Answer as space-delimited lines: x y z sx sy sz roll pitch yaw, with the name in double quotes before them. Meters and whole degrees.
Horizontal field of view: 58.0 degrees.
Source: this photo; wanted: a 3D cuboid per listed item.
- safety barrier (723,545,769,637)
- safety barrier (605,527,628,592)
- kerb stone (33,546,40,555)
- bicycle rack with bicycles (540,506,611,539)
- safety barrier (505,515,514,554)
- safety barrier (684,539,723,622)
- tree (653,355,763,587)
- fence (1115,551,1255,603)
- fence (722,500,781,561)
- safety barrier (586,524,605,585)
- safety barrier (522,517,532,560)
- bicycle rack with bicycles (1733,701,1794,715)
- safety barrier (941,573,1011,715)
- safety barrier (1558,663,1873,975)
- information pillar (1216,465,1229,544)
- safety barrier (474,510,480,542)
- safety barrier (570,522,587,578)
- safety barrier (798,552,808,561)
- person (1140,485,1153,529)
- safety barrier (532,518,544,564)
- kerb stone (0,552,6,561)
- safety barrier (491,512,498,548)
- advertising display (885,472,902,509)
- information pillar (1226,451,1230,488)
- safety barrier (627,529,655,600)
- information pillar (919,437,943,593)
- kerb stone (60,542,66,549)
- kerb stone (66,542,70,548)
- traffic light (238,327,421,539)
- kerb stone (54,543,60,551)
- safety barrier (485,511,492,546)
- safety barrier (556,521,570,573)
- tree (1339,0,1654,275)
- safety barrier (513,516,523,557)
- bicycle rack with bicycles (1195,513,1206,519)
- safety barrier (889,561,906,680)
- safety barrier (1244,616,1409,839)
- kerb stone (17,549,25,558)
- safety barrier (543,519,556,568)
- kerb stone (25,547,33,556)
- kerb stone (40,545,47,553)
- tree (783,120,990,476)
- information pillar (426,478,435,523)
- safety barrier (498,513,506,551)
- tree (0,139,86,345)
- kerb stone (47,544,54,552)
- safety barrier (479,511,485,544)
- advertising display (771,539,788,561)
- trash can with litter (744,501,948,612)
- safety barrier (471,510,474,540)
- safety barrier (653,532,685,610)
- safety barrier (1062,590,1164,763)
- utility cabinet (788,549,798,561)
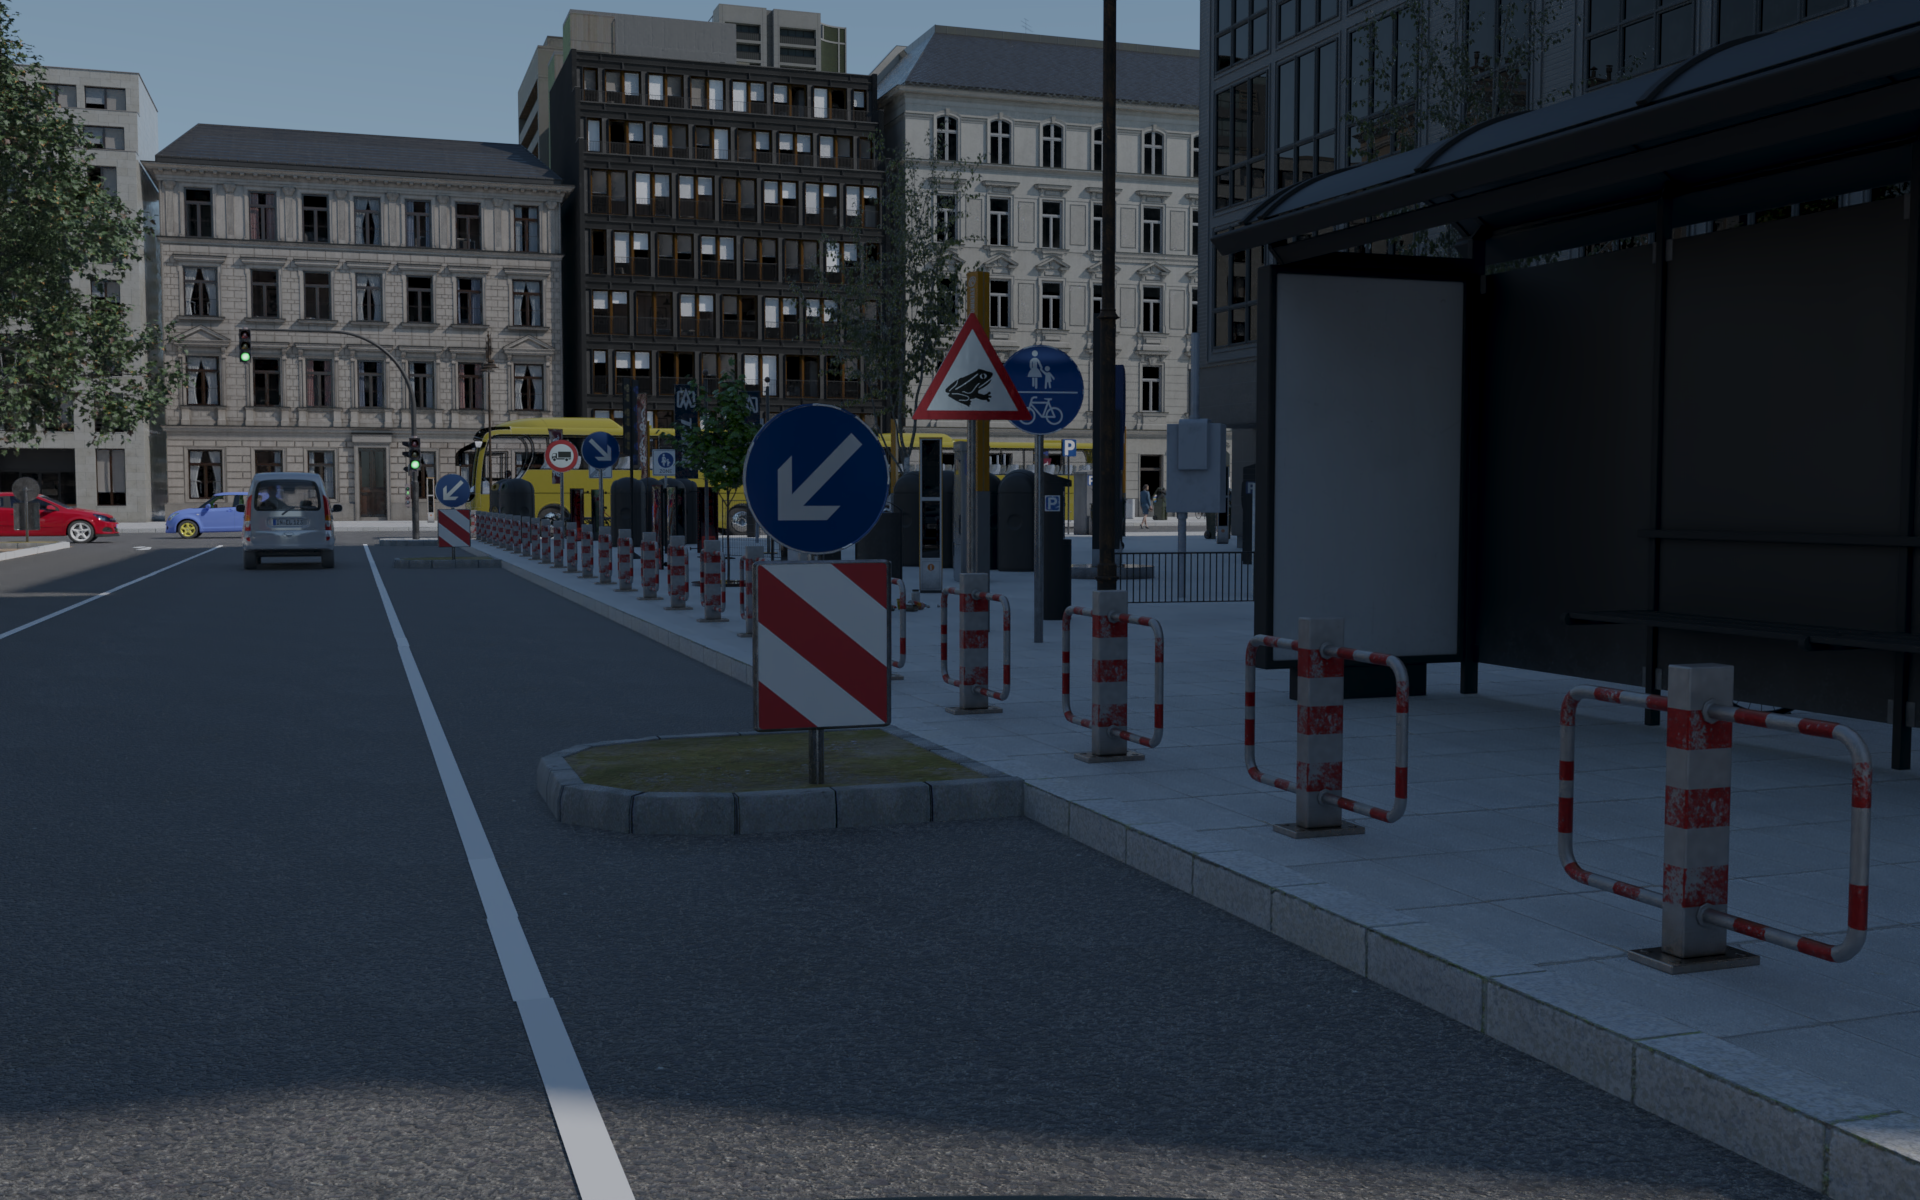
"safety barrier" -1.847 -0.081 15.593 0.300 0.817 1.120 -1 4 -19
"safety barrier" -4.412 -0.523 22.828 0.300 0.817 1.120 -1 4 -19
"kerb stone" -22.021 -1.151 41.032 0.120 0.150 1.000 -1 4 -19
"bicycle rack with bicycles" -10.624 -2.201 49.368 2.925 0.926 2.852 0 4 -3
"safety barrier" -9.534 -1.408 37.299 0.300 0.817 1.120 -1 4 -19
"safety barrier" -2.487 -0.191 17.400 0.300 0.817 1.120 -1 4 -19
"tree" -3.146 -1.810 24.200 1.663 3.219 1.824 0 3 0
"fence" 2.426 -0.157 17.941 2.069 0.683 0.278 -1 4 -13
"fence" -3.988 -1.352 33.314 0.480 1.192 2.264 -3 5 -41
"safety barrier" -5.048 -0.634 24.637 0.300 0.817 1.120 -1 4 -19
"safety barrier" -8.246 -1.186 33.674 0.300 0.817 1.120 -1 4 -19
"bicycle rack with bicycles" 6.072 0.184 10.378 2.925 0.926 2.852 2 4 24
"safety barrier" 0.082 0.252 10.156 0.300 0.817 1.120 -1 4 -19
"safety barrier" 2.010 0.584 4.721 0.300 0.817 1.120 -1 4 -19
"information pillar" 6.756 -2.452 44.579 0.304 2.012 0.304 0 4 1
"safety barrier" -12.741 -1.962 46.352 0.300 0.817 1.120 -1 4 -19
"safety barrier" -5.691 -0.744 26.443 0.300 0.817 1.120 -1 4 -19
"safety barrier" -1.202 0.031 13.775 0.300 0.817 1.120 -1 4 -19
"person" 7.620 -3.855 71.561 0.654 1.822 0.581 -2 4 -34
"safety barrier" -7.614 -1.076 31.863 0.300 0.817 1.120 -1 4 -19
"kerb stone" -20.978 -0.975 38.130 0.120 0.150 1.000 -1 4 -19
"safety barrier" -10.812 -1.629 40.914 0.300 0.817 1.120 -1 4 -19
"advertising display" -1.769 -2.726 49.788 0.974 1.923 0.123 -1 4 -20
"information pillar" 12.878 -5.678 84.187 0.504 3.616 0.183 3 4 37
"safety barrier" -3.766 -0.413 21.020 0.300 0.817 1.120 -1 4 -19
"information pillar" -0.378 -1.100 22.475 0.304 2.012 0.304 0 4 -1
"kerb stone" -23.385 -1.386 44.898 0.120 0.150 1.000 -1 4 -19
"kerb stone" -23.726 -1.445 45.876 0.120 0.150 1.000 -1 4 -19
"traffic light" -17.368 -4.489 48.068 4.771 5.953 1.251 -1 4 -19
"kerb stone" -23.035 -1.327 43.935 0.120 0.150 1.000 -1 4 -19
"safety barrier" -11.458 -1.740 42.722 0.300 0.817 1.120 -1 4 -19
"safety barrier" -6.330 -0.855 28.251 0.300 0.817 1.120 -1 4 -19
"tree" 6.786 -4.430 22.792 4.360 8.622 3.978 0 3 0
"safety barrier" -8.886 -1.297 35.481 0.300 0.817 1.120 -1 4 -19
"bicycle rack with bicycles" 13.497 -4.529 87.430 2.852 0.926 2.925 -1 4 -17
"safety barrier" -0.557 0.141 11.963 0.300 0.817 1.120 -1 4 -19
"safety barrier" 1.360 0.473 6.541 0.300 0.817 1.120 -1 4 -19
"kerb stone" -21.317 -1.027 39.097 0.120 0.150 1.000 -1 4 -19
"safety barrier" -6.970 -0.965 30.058 0.300 0.817 1.120 -1 4 -19
"kerb stone" -21.663 -1.093 40.060 0.120 0.150 1.000 -1 4 -19
"kerb stone" -22.353 -1.211 42.002 0.120 0.150 1.000 -1 4 -19
"tree" -1.196 -5.141 34.420 4.360 8.622 3.978 0 3 0
"information pillar" -23.717 -4.470 77.570 0.304 2.012 0.304 -1 4 -22
"safety barrier" -10.175 -1.519 39.106 0.300 0.817 1.120 -1 4 -19
"tree" -19.609 -5.688 29.870 8.767 10.594 7.601 -1 4 -19
"kerb stone" -22.690 -1.268 42.970 0.120 0.150 1.000 -1 4 -19
"safety barrier" -12.094 -1.850 44.530 0.300 0.817 1.120 -1 4 -19
"advertising display" -3.050 -1.582 31.072 0.974 1.923 0.123 2 4 35
"trash can with litter" -1.281 -0.499 19.224 2.233 1.210 1.678 0 4 3
"safety barrier" -13.381 -2.073 48.162 0.300 0.817 1.120 -1 4 -19
"safety barrier" -3.130 -0.302 19.212 0.300 0.817 1.120 -1 4 -19
"safety barrier" 0.722 0.362 8.349 0.300 0.817 1.120 -1 4 -19
"utility cabinet" -2.683 -1.107 29.264 0.306 1.237 1.020 -1 4 -16
